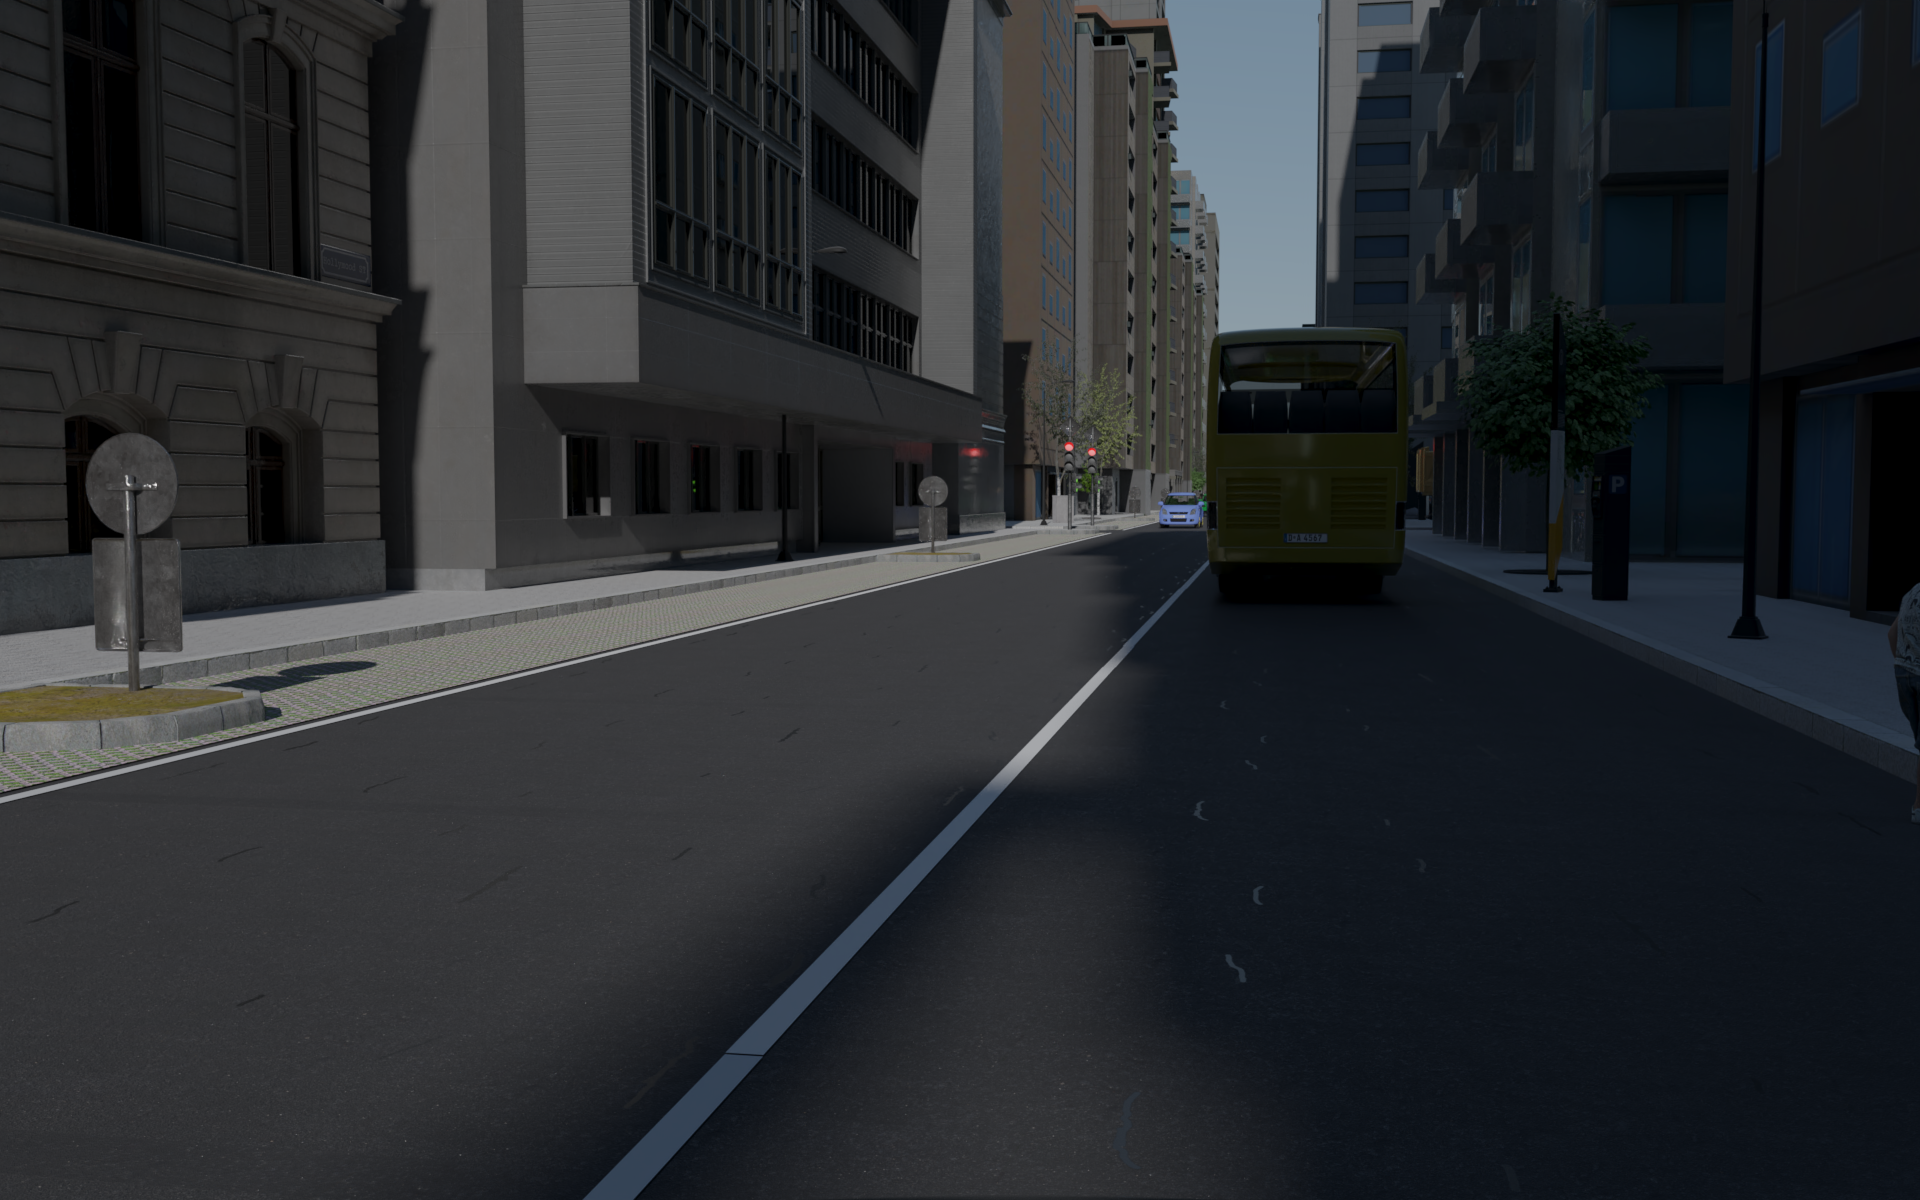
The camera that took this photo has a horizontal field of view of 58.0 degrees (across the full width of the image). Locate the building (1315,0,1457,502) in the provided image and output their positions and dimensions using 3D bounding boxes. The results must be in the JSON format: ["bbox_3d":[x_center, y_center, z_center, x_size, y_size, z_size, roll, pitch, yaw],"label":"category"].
[{"bbox_3d":[51.756,-40.227,199.705,21.231,58.520,28.212,1,4,10],"label":"building"}]

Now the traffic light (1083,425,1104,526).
[{"bbox_3d":[5.384,-4.963,70.064,0.839,4.253,0.868,1,4,10],"label":"traffic light"}]

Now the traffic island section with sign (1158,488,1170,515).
[{"bbox_3d":[14.195,-6.766,119.255,1.989,1.847,2.006,1,4,10],"label":"traffic island section with sign"}]

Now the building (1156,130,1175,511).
[{"bbox_3d":[8.701,-22.090,132.880,14.160,30.474,14.107,1,4,10],"label":"building"}]

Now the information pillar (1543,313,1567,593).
[{"bbox_3d":[7.821,-1.916,22.678,0.183,3.616,0.504,2,4,30],"label":"information pillar"}]

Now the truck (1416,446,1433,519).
[{"bbox_3d":[21.663,-4.093,62.840,9.791,3.379,3.469,1,4,12],"label":"truck"}]

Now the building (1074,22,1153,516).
[{"bbox_3d":[4.752,-20.730,110.634,14.160,30.474,14.107,1,4,10],"label":"building"}]

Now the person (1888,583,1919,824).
[{"bbox_3d":[4.254,0.343,7.572,0.352,1.250,0.332,2,4,26],"label":"person"}]

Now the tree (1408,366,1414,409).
[{"bbox_3d":[18.547,-7.815,78.130,4.737,8.622,4.395,0,3,0],"label":"tree"}]

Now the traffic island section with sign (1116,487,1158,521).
[{"bbox_3d":[9.410,-5.144,92.726,1.989,1.847,2.006,1,4,10],"label":"traffic island section with sign"}]

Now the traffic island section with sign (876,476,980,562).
[{"bbox_3d":[-0.618,-1.742,37.105,1.989,1.847,2.006,1,4,10],"label":"traffic island section with sign"}]

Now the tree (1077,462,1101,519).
[{"bbox_3d":[6.947,-5.870,90.568,1.663,3.219,1.824,0,3,0],"label":"tree"}]

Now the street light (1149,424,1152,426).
[{"bbox_3d":[12.001,-8.713,114.993,1.470,5.913,1.316,1,4,10],"label":"street light"}]

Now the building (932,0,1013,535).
[{"bbox_3d":[-7.956,-12.867,59.533,18.267,20.994,9.793,1,4,10],"label":"building"}]

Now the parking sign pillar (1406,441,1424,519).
[{"bbox_3d":[22.955,-6.103,88.253,1.447,3.967,1.447,1,4,22],"label":"parking sign pillar"}]

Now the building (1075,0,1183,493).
[{"bbox_3d":[13.331,-45.583,183.529,20.563,71.187,20.611,1,4,10],"label":"building"}]

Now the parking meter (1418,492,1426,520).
[{"bbox_3d":[22.681,-4.852,85.034,0.399,1.863,0.255,0,4,6],"label":"parking meter"}]

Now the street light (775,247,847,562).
[{"bbox_3d":[-2.810,-3.684,32.767,1.470,5.913,1.316,1,4,10],"label":"street light"}]

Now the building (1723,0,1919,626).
[{"bbox_3d":[15.408,-22.195,12.999,14.600,45.320,14.200,1,4,10],"label":"building"}]

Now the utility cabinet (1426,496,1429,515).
[{"bbox_3d":[24.157,-5.023,90.812,0.318,1.500,1.173,3,5,43],"label":"utility cabinet"}]

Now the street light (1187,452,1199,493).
[{"bbox_3d":[25.445,-13.279,189.649,1.470,5.913,1.316,1,4,10],"label":"street light"}]

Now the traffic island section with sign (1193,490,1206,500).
[{"bbox_3d":[23.017,-9.757,168.147,1.989,1.847,2.006,1,4,10],"label":"traffic island section with sign"}]

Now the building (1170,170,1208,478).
[{"bbox_3d":[25.135,-38.995,257.171,23.786,49.044,30.456,1,4,10],"label":"building"}]

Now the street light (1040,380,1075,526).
[{"bbox_3d":[3.962,-5.996,70.570,1.470,5.913,1.316,1,4,10],"label":"street light"}]

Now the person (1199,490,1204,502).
[{"bbox_3d":[24.356,-10.252,175.745,1.348,1.869,0.705,1,4,13],"label":"person"}]

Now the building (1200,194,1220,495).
[{"bbox_3d":[31.126,-40.311,282.789,21.300,48.544,21.600,1,4,10],"label":"building"}]

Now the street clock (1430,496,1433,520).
[{"bbox_3d":[23.451,-4.978,85.953,0.358,2.002,0.471,3,5,42],"label":"street clock"}]

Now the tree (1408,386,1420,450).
[{"bbox_3d":[24.565,-10.419,104.759,7.601,10.594,8.767,2,4,35],"label":"tree"}]

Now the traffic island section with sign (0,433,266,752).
[{"bbox_3d":[-5.412,-0.116,10.533,1.989,1.847,2.006,1,4,10],"label":"traffic island section with sign"}]

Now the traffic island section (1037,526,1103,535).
[{"bbox_3d":[3.929,-2.451,62.347,2.009,0.180,2.903,1,4,10],"label":"traffic island section"}]

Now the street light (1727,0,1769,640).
[{"bbox_3d":[6.488,-2.618,15.349,1.470,5.913,1.316,1,4,10],"label":"street light"}]

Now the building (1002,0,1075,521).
[{"bbox_3d":[-1.805,-26.837,88.891,14.600,45.320,14.200,1,4,10],"label":"building"}]

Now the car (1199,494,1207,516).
[{"bbox_3d":[16.235,-6.233,110.712,1.959,1.807,4.718,1,4,10],"label":"car"}]

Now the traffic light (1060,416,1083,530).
[{"bbox_3d":[3.967,-4.482,62.205,0.839,4.253,0.868,1,4,10],"label":"traffic light"}]

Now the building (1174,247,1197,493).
[{"bbox_3d":[19.660,-26.272,201.246,14.160,30.474,14.107,1,4,10],"label":"building"}]

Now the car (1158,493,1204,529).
[{"bbox_3d":[9.378,-3.896,73.295,1.945,1.707,3.694,1,4,11],"label":"car"}]

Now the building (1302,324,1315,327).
[{"bbox_3d":[64.281,-31.754,290.874,14.160,30.474,14.107,1,4,10],"label":"building"}]

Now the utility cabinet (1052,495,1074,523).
[{"bbox_3d":[4.593,-4.026,76.990,1.020,1.237,0.306,-3,4,-36],"label":"utility cabinet"}]

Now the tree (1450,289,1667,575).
[{"bbox_3d":[9.654,-2.709,28.009,4.285,4.588,4.351,0,3,0],"label":"tree"}]

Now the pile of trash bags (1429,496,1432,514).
[{"bbox_3d":[28.082,-5.877,105.835,3.447,1.369,1.912,2,4,32],"label":"pile of trash bags"}]

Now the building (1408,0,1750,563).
[{"bbox_3d":[23.469,-25.846,42.195,23.786,49.044,30.456,1,4,10],"label":"building"}]

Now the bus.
[{"bbox_3d":[5.452,-2.228,27.981,2.896,3.916,12.252,1,4,10],"label":"bus"}]

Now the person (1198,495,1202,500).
[{"bbox_3d":[23.727,-10.049,173.360,0.990,1.755,0.434,0,4,0],"label":"person"}]

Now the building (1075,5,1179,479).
[{"bbox_3d":[8.546,-30.908,159.973,22.147,44.769,28.867,1,4,10],"label":"building"}]

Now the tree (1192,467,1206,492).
[{"bbox_3d":[28.438,-13.852,210.197,4.285,4.588,4.351,0,3,0],"label":"tree"}]

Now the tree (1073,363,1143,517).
[{"bbox_3d":[8.050,-9.069,98.636,4.737,8.622,4.395,0,3,0],"label":"tree"}]

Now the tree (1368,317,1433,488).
[{"bbox_3d":[17.953,-7.447,72.124,4.360,8.622,3.978,0,3,0],"label":"tree"}]

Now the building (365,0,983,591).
[{"bbox_3d":[-8.876,-13.374,37.724,14.314,24.678,30.058,1,4,10],"label":"building"}]

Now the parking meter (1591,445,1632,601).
[{"bbox_3d":[7.839,-0.927,20.875,0.399,1.863,0.255,0,4,-8],"label":"parking meter"}]

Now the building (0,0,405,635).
[{"bbox_3d":[-15.543,-11.437,6.072,14.460,24.649,34.723,1,4,10],"label":"building"}]

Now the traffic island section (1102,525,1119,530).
[{"bbox_3d":[5.346,-2.931,70.206,2.009,0.180,2.903,1,4,10],"label":"traffic island section"}]

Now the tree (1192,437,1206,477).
[{"bbox_3d":[29.992,-16.357,217.797,4.360,8.622,3.978,0,3,0],"label":"tree"}]

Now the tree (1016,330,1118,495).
[{"bbox_3d":[4.700,-7.811,78.066,4.360,8.622,3.978,0,3,0],"label":"tree"}]

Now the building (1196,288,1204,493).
[{"bbox_3d":[25.599,-28.340,235.057,14.160,30.474,14.107,1,4,10],"label":"building"}]
